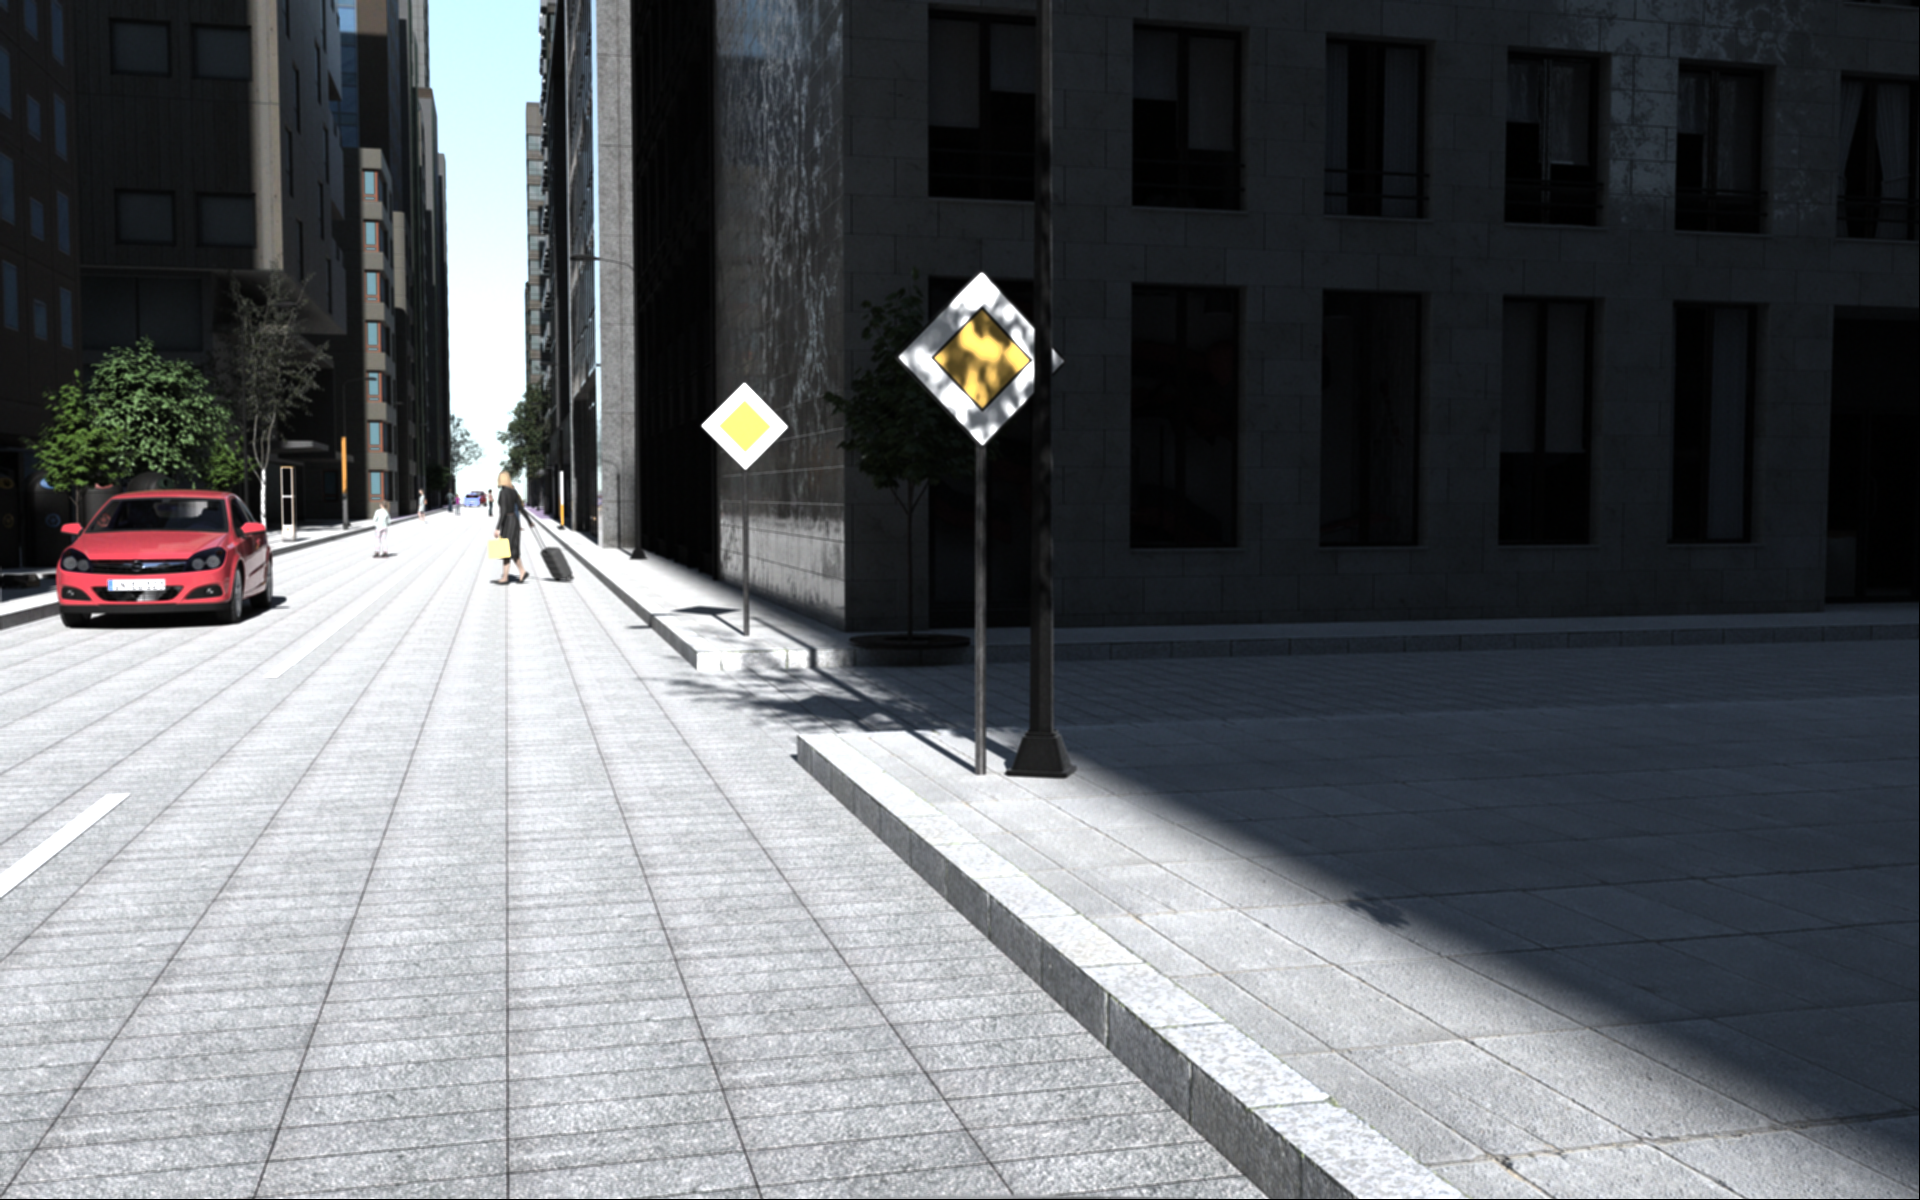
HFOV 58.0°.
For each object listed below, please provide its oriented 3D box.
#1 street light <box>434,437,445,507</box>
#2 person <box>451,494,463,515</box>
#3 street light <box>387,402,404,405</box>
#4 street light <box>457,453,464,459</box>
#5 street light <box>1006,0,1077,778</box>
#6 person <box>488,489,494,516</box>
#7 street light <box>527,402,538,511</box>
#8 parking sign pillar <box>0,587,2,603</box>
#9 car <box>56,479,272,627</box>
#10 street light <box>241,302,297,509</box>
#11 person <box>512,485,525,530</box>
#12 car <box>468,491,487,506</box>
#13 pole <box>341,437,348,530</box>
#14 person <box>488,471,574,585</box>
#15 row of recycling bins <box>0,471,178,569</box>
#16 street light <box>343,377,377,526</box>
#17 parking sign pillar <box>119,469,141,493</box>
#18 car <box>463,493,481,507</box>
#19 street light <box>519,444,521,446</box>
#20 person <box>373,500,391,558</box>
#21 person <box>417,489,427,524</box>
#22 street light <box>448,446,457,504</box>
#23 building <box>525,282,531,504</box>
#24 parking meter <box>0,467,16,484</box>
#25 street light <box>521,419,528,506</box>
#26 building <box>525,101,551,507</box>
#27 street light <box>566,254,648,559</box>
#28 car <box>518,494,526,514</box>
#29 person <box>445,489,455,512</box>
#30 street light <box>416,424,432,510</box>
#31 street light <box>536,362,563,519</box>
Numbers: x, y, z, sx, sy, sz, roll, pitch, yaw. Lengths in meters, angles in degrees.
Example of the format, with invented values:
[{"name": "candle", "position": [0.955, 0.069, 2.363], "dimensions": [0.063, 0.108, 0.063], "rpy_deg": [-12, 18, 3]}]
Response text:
[{"name": "street light", "position": [-42.887, -10.342, 141.638], "dimensions": [1.470, 5.913, 1.316], "rpy_deg": [-1, 4, -15]}, {"name": "person", "position": [-34.191, -6.499, 117.977], "dimensions": [0.991, 1.433, 0.599], "rpy_deg": [-3, 5, -43]}, {"name": "street light", "position": [-28.870, -7.048, 87.780], "dimensions": [1.470, 5.913, 1.316], "rpy_deg": [-1, 4, -15]}, {"name": "street light", "position": [-57.060, -13.621, 195.237], "dimensions": [1.470, 5.913, 1.316], "rpy_deg": [-1, 4, -15]}, {"name": "street light", "position": [-0.149, -2.148, 7.665], "dimensions": [1.470, 5.913, 1.316], "rpy_deg": [-1, 4, -15]}, {"name": "person", "position": [-30.129, -6.255, 111.474], "dimensions": [0.721, 1.736, 1.217], "rpy_deg": [0, 4, -3]}, {"name": "street light", "position": [-21.094, -7.065, 88.049], "dimensions": [1.470, 5.913, 1.316], "rpy_deg": [-1, 4, -15]}, {"name": "parking sign pillar", "position": [-12.016, -1.935, 20.108], "dimensions": [1.447, 3.967, 1.447], "rpy_deg": [0, 4, 4]}, {"name": "car", "position": [-9.176, -0.682, 20.187], "dimensions": [2.155, 1.783, 4.494], "rpy_deg": [-1, 4, -15]}, {"name": "street light", "position": [-16.760, -4.248, 41.997], "dimensions": [1.470, 5.913, 1.316], "rpy_deg": [-1, 4, -15]}, {"name": "person", "position": [-17.647, -3.660, 68.518], "dimensions": [0.721, 1.800, 0.419], "rpy_deg": [0, 4, 8]}, {"name": "car", "position": [-56.186, -11.807, 201.714], "dimensions": [2.281, 1.827, 5.304], "rpy_deg": [-1, 4, -14]}, {"name": "pole", "position": [-21.958, -4.158, 61.822], "dimensions": [0.158, 3.312, 0.155], "rpy_deg": [0, 3, 0]}, {"name": "person", "position": [-6.893, -1.163, 27.731], "dimensions": [1.509, 1.804, 0.699], "rpy_deg": [-3, 5, -42]}, {"name": "row of recycling bins", "position": [-15.817, -1.452, 30.845], "dimensions": [3.534, 1.692, 1.069], "rpy_deg": [-3, 5, -44]}, {"name": "street light", "position": [-23.870, -5.891, 68.860], "dimensions": [1.470, 5.913, 1.316], "rpy_deg": [-1, 4, -15]}, {"name": "parking sign pillar", "position": [-25.307, -3.926, 52.661], "dimensions": [1.447, 3.967, 1.447], "rpy_deg": [0, 4, -4]}, {"name": "car", "position": [-55.494, -11.458, 196.931], "dimensions": [1.945, 1.707, 3.694], "rpy_deg": [-1, 4, -15]}, {"name": "street light", "position": [-33.368, -9.909, 134.549], "dimensions": [1.470, 5.913, 1.316], "rpy_deg": [-1, 4, -15]}, {"name": "person", "position": [-13.033, -1.601, 38.955], "dimensions": [0.394, 1.301, 0.425], "rpy_deg": [2, 4, 25]}, {"name": "person", "position": [-26.249, -4.586, 84.481], "dimensions": [0.522, 1.701, 0.512], "rpy_deg": [-1, 4, -20]}, {"name": "street light", "position": [-49.948, -11.977, 168.364], "dimensions": [1.470, 5.913, 1.316], "rpy_deg": [-1, 4, -15]}, {"name": "building", "position": [-52.188, -28.462, 237.062], "dimensions": [14.160, 30.474, 14.107], "rpy_deg": [-1, 4, -15]}, {"name": "parking meter", "position": [-19.562, -1.820, 35.467], "dimensions": [0.399, 1.863, 0.255], "rpy_deg": [0, 4, -6]}, {"name": "street light", "position": [-26.234, -8.245, 107.348], "dimensions": [1.470, 5.913, 1.316], "rpy_deg": [-1, 4, -15]}, {"name": "building", "position": [-38.981, -30.689, 185.352], "dimensions": [14.154, 41.232, 14.086], "rpy_deg": [-1, 4, -15]}, {"name": "street light", "position": [-6.862, -3.748, 33.820], "dimensions": [1.470, 5.913, 1.316], "rpy_deg": [-1, 4, -15]}, {"name": "car", "position": [-32.984, -7.170, 127.460], "dimensions": [2.015, 1.641, 3.980], "rpy_deg": [-1, 4, -13]}, {"name": "person", "position": [-40.911, -7.983, 139.106], "dimensions": [1.350, 1.814, 0.705], "rpy_deg": [2, 4, 32]}, {"name": "street light", "position": [-35.936, -8.700, 114.786], "dimensions": [1.470, 5.913, 1.316], "rpy_deg": [-1, 4, -15]}, {"name": "street light", "position": [-14.086, -5.423, 61.211], "dimensions": [1.470, 5.913, 1.316], "rpy_deg": [-1, 4, -15]}]
